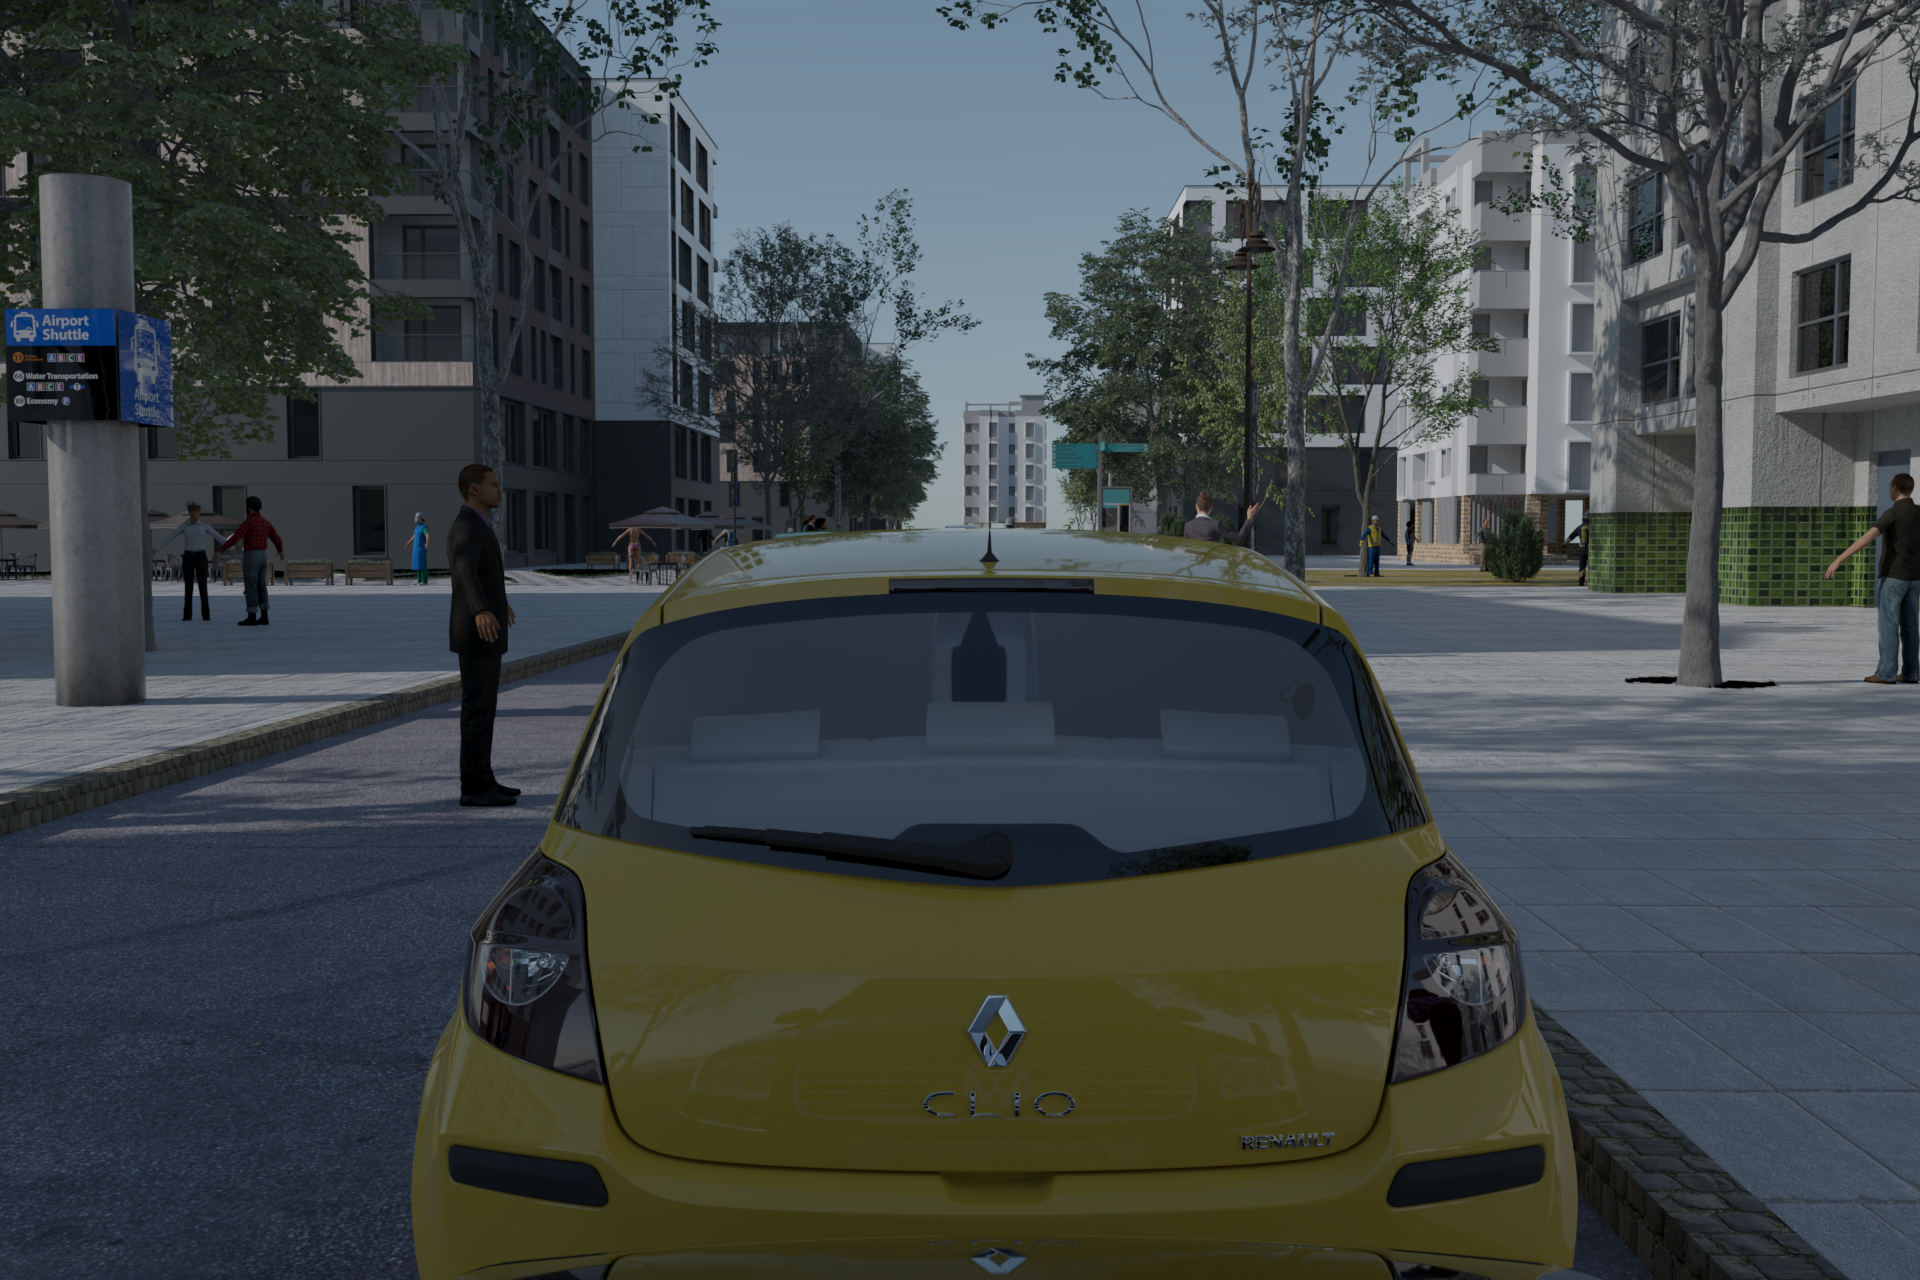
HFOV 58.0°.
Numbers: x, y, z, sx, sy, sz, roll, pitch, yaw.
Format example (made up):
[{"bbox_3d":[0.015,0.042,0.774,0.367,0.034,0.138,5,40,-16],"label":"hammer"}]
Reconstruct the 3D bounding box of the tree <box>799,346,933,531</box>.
[{"bbox_3d":[-6.483,-12.903,117.621,9.857,13.997,8.962,0,3,0],"label":"tree"}]

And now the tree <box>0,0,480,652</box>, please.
[{"bbox_3d":[-9.249,-6.170,19.012,7.486,12.596,7.792,0,3,0],"label":"tree"}]

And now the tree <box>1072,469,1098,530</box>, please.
[{"bbox_3d":[8.562,-9.671,108.489,4.737,8.622,4.395,0,3,0],"label":"tree"}]

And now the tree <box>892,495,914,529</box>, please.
[{"bbox_3d":[-5.486,-12.149,149.001,4.737,8.622,4.395,0,3,0],"label":"tree"}]

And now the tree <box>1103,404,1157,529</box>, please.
[{"bbox_3d":[8.118,-8.444,88.420,4.360,8.622,3.978,0,3,0],"label":"tree"}]

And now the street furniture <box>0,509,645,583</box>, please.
[{"bbox_3d":[-24.188,-2.866,51.896,27.439,1.986,14.083,0,4,4],"label":"street furniture"}]

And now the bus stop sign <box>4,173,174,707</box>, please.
[{"bbox_3d":[-6.518,-1.469,13.033,0.837,3.901,0.837,0,4,1],"label":"bus stop sign"}]

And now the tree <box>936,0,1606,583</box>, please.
[{"bbox_3d":[5.651,-10.806,32.571,12.611,20.169,13.585,0,3,0],"label":"tree"}]

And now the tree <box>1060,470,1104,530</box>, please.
[{"bbox_3d":[9.241,-10.984,129.949,4.737,8.622,4.395,0,3,0],"label":"tree"}]

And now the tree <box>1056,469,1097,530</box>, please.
[{"bbox_3d":[9.713,-11.679,141.315,4.360,8.622,3.978,0,3,0],"label":"tree"}]

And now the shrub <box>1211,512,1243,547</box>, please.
[{"bbox_3d":[8.747,-3.286,58.152,1.690,2.028,1.600,0,3,0],"label":"shrub"}]

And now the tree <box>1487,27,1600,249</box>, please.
[{"bbox_3d":[25.562,-12.605,61.984,12.611,20.169,13.585,0,3,0],"label":"tree"}]

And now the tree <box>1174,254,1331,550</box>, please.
[{"bbox_3d":[7.620,-5.792,45.068,4.737,8.622,4.395,0,3,0],"label":"tree"}]

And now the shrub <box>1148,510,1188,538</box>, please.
[{"bbox_3d":[6.209,-2.841,50.862,1.690,2.028,1.600,0,3,0],"label":"shrub"}]

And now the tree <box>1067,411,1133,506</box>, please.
[{"bbox_3d":[8.360,-8.958,96.825,4.737,8.622,4.395,0,3,0],"label":"tree"}]

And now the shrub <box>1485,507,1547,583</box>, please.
[{"bbox_3d":[14.672,-2.530,45.782,1.690,2.028,1.600,0,3,0],"label":"shrub"}]

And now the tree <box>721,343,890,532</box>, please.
[{"bbox_3d":[-7.559,-9.156,84.110,8.767,10.594,7.601,0,4,0],"label":"tree"}]

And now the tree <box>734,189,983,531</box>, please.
[{"bbox_3d":[-5.543,-14.598,94.565,12.611,20.169,13.585,0,3,0],"label":"tree"}]

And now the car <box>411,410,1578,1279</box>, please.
[{"bbox_3d":[0.050,0.371,4.163,2.015,1.641,3.980,0,3,0],"label":"car"}]

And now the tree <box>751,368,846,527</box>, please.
[{"bbox_3d":[-7.206,-7.717,76.529,4.737,8.622,4.395,0,3,0],"label":"tree"}]

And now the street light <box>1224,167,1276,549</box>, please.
[{"bbox_3d":[3.714,-3.031,22.348,0.468,5.910,1.993,0,4,2],"label":"street light"}]

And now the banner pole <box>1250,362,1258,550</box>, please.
[{"bbox_3d":[4.229,-2.144,25.079,0.401,3.779,0.863,0,4,1],"label":"banner pole"}]

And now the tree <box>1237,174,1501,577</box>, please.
[{"bbox_3d":[12.053,-7.692,51.520,9.928,11.665,9.643,0,3,0],"label":"tree"}]

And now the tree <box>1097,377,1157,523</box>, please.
[{"bbox_3d":[8.003,-8.066,82.236,4.737,8.622,4.395,0,3,0],"label":"tree"}]

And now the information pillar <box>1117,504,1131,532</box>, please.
[{"bbox_3d":[3.990,-2.307,42.209,0.304,2.012,0.304,0,4,1],"label":"information pillar"}]

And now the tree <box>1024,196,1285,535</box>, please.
[{"bbox_3d":[7.577,-9.716,65.516,9.857,13.997,8.962,0,3,0],"label":"tree"}]

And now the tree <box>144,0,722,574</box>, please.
[{"bbox_3d":[-9.978,-10.765,31.904,12.611,20.169,13.585,0,3,0],"label":"tree"}]

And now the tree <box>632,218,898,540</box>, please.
[{"bbox_3d":[-7.540,-9.637,67.941,12.009,13.543,11.850,0,3,0],"label":"tree"}]

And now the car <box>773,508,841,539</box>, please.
[{"bbox_3d":[-1.822,-0.859,22.842,1.959,1.807,4.718,0,4,1],"label":"car"}]

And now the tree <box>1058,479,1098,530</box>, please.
[{"bbox_3d":[18.409,-19.987,237.163,12.009,13.543,11.850,0,3,0],"label":"tree"}]

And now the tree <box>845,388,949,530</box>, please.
[{"bbox_3d":[-5.693,-14.262,139.840,9.857,13.997,8.962,0,3,0],"label":"tree"}]

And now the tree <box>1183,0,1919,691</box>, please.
[{"bbox_3d":[6.281,-6.348,14.163,12.009,13.543,11.850,0,3,0],"label":"tree"}]

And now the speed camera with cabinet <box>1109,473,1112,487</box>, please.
[{"bbox_3d":[5.016,-3.733,55.371,0.660,3.252,2.038,0,4,2],"label":"speed camera with cabinet"}]

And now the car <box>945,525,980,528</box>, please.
[{"bbox_3d":[0.124,-3.892,72.309,2.281,1.827,5.304,0,4,2],"label":"car"}]
